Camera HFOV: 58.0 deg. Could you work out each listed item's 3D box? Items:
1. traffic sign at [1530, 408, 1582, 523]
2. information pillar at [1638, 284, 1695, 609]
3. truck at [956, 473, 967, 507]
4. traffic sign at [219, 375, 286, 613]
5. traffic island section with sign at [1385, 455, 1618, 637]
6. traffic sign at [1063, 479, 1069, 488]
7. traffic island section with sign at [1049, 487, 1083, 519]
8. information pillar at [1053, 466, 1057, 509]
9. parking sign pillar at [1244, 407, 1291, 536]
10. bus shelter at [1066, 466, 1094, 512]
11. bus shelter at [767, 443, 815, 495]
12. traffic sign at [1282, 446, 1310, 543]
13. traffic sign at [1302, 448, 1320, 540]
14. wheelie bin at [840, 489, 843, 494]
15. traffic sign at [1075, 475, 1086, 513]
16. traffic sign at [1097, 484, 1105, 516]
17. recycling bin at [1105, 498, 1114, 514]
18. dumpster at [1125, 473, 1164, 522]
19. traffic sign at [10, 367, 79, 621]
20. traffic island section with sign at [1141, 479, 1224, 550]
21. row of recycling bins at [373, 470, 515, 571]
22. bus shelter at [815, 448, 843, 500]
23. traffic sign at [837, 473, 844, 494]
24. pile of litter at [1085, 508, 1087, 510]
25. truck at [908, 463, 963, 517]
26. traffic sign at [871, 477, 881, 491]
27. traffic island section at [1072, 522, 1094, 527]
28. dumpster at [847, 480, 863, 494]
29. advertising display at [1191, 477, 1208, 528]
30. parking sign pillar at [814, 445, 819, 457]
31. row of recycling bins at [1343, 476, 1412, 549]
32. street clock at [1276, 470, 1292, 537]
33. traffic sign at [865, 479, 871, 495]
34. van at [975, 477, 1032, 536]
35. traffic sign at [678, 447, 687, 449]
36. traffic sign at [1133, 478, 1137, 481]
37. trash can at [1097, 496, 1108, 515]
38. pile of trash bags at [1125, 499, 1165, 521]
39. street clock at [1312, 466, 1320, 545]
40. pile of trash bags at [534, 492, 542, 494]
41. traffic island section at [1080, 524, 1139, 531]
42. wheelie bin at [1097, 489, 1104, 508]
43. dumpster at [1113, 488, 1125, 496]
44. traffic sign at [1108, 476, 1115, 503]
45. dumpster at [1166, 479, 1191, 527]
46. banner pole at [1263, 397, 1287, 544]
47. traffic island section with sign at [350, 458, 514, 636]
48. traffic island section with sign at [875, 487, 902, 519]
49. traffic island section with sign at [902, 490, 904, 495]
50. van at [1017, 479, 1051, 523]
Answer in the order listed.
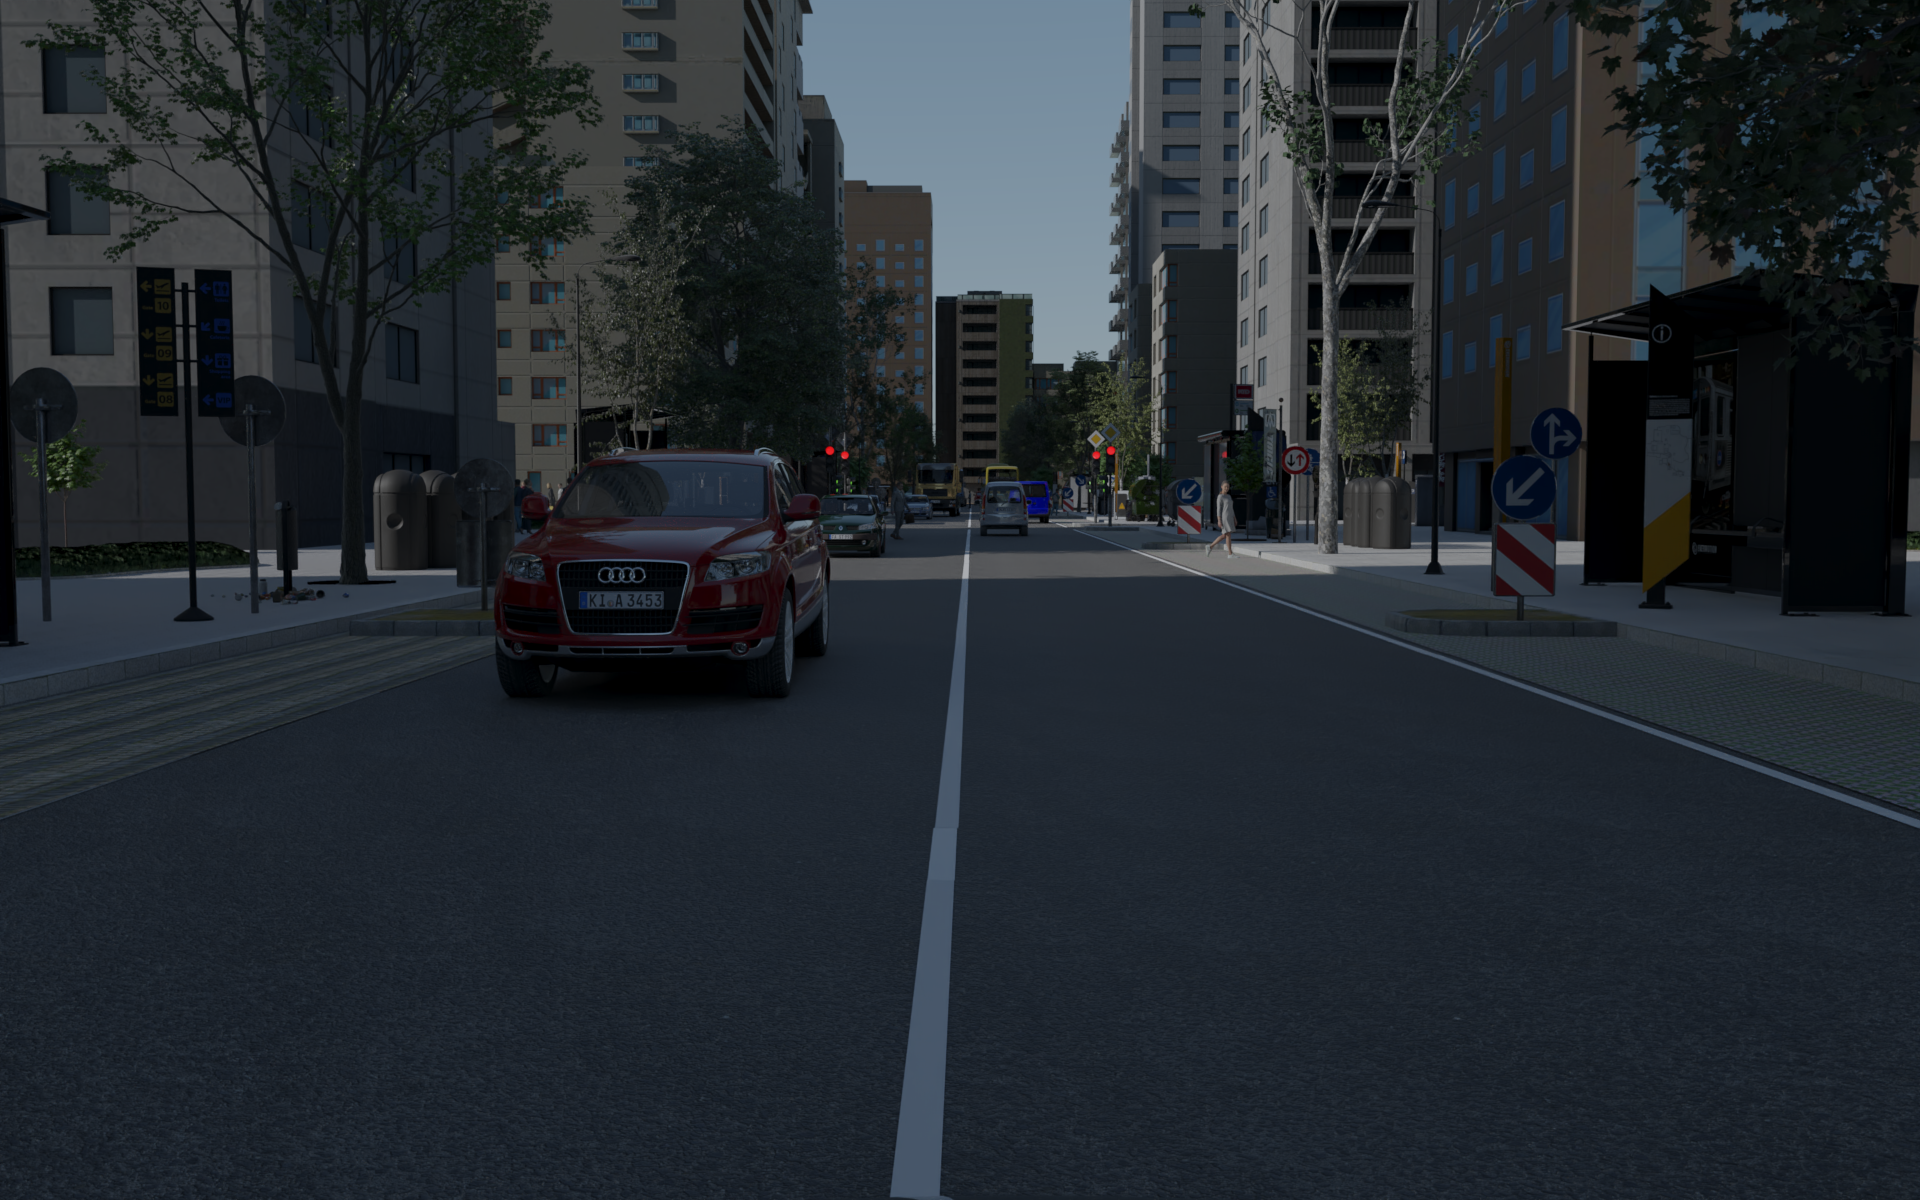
[{"bbox_3d":[8.780,-1.560,25.605,0.768,2.556,0.104,0,4,1],"label":"traffic sign"},{"bbox_3d":[7.869,-1.707,19.262,0.504,3.616,0.183,2,4,28],"label":"information pillar"},{"bbox_3d":[-0.645,-12.568,195.240,2.967,4.110,18.799,0,4,2],"label":"truck"},{"bbox_3d":[-7.590,-1.129,18.568,0.768,2.556,0.104,0,4,6],"label":"traffic sign"},{"bbox_3d":[5.582,-0.587,18.227,1.989,1.847,2.006,0,4,0],"label":"traffic island section with sign"},{"bbox_3d":[9.061,-8.891,145.374,0.884,2.594,0.081,0,4,1],"label":"traffic sign"},{"bbox_3d":[6.166,-5.663,101.216,1.989,1.847,2.006,0,4,0],"label":"traffic island section with sign"},{"bbox_3d":[8.057,-9.501,146.700,0.183,3.616,0.504,-3,4,-36],"label":"information pillar"},{"bbox_3d":[9.599,-4.000,53.868,1.447,3.967,1.447,-1,4,-17],"label":"parking sign pillar"},{"bbox_3d":[9.081,-8.289,129.443,2.014,3.302,5.546,0,4,0],"label":"bus shelter"},{"bbox_3d":[-8.212,-5.604,82.902,1.731,3.624,6.357,0,4,1],"label":"bus shelter"},{"bbox_3d":[8.822,-2.783,45.602,0.768,2.556,0.104,0,4,6],"label":"traffic sign"},{"bbox_3d":[9.621,-2.923,47.891,0.768,2.556,0.104,1,4,9],"label":"traffic sign"},{"bbox_3d":[-7.718,-6.334,111.466,0.980,1.594,0.693,1,4,18],"label":"wheelie bin"},{"bbox_3d":[8.020,-7.032,115.080,0.768,2.556,0.104,0,4,6],"label":"traffic sign"},{"bbox_3d":[8.544,-6.263,102.399,0.884,2.594,0.081,1,4,8],"label":"traffic sign"},{"bbox_3d":[9.671,-6.149,113.093,0.722,1.027,0.722,-2,4,-30],"label":"recycling bin"},{"bbox_3d":[8.578,-4.727,79.780,1.502,2.255,1.985,0,4,0],"label":"dumpster"},{"bbox_3d":[-9.211,-1.058,17.397,0.768,2.556,0.104,0,4,8],"label":"traffic sign"},{"bbox_3d":[5.772,-2.236,45.181,1.989,1.847,2.006,0,4,0],"label":"traffic island section with sign"},{"bbox_3d":[-9.006,-1.436,30.599,1.069,1.692,3.534,1,4,18],"label":"row of recycling bins"},{"bbox_3d":[-7.180,-6.094,90.912,1.731,3.624,6.357,0,4,0],"label":"bus shelter"},{"bbox_3d":[-7.362,-6.443,105.449,0.768,2.556,0.104,0,4,2],"label":"traffic sign"},{"bbox_3d":[9.800,-7.835,142.061,1.176,0.858,1.719,-2,4,-34],"label":"pile of litter"},{"bbox_3d":[-1.374,-7.041,111.050,3.469,3.379,9.791,0,4,2],"label":"truck"},{"bbox_3d":[-6.440,-8.107,132.654,0.768,2.556,0.104,0,4,5],"label":"traffic sign"},{"bbox_3d":[5.985,-3.296,76.172,2.009,0.180,2.903,0,4,0],"label":"traffic island section"},{"bbox_3d":[-7.602,-7.304,121.917,1.502,2.255,1.985,0,4,0],"label":"dumpster"},{"bbox_3d":[9.119,-3.700,65.708,0.974,1.923,0.123,-3,5,-44],"label":"advertising display"},{"bbox_3d":[-8.111,-6.545,95.486,1.447,3.967,1.447,-3,5,-40],"label":"parking sign pillar"},{"bbox_3d":[10.020,-2.124,41.835,1.069,1.692,3.534,0,4,-2],"label":"row of recycling bins"},{"bbox_3d":[9.562,-2.858,51.301,0.471,2.002,0.358,1,4,17],"label":"street clock"},{"bbox_3d":[-7.204,-8.089,132.353,0.768,2.556,0.104,0,4,7],"label":"traffic sign"},{"bbox_3d":[1.517,-3.269,60.458,2.013,2.044,4.112,0,4,1],"label":"van"},{"bbox_3d":[-7.509,-2.870,47.027,0.768,2.556,0.104,0,4,6],"label":"traffic sign"},{"bbox_3d":[10.360,-6.359,104.067,0.768,2.556,0.104,0,4,6],"label":"traffic sign"},{"bbox_3d":[8.722,-5.753,105.719,0.748,1.137,0.748,0,3,0],"label":"trash can"},{"bbox_3d":[8.831,-4.457,82.621,1.912,1.369,3.447,0,4,6],"label":"pile of trash bags"},{"bbox_3d":[9.117,-2.410,43.967,0.358,2.002,0.471,-1,4,-9],"label":"street clock"},{"bbox_3d":[-15.000,-3.515,67.229,3.447,1.369,1.912,-1,4,-22],"label":"pile of trash bags"},{"bbox_3d":[5.930,-2.808,68.188,2.009,0.180,2.903,0,4,0],"label":"traffic island section"},{"bbox_3d":[9.612,-6.817,119.372,0.980,1.594,0.693,2,4,28],"label":"wheelie bin"},{"bbox_3d":[9.909,-6.115,102.479,1.502,2.255,1.985,0,4,0],"label":"dumpster"},{"bbox_3d":[8.324,-5.671,94.850,0.606,2.300,0.079,0,4,7],"label":"traffic sign"},{"bbox_3d":[8.832,-3.824,68.275,1.264,1.857,1.865,0,4,0],"label":"dumpster"},{"bbox_3d":[8.133,-3.353,44.846,0.863,3.779,0.401,-3,4,-36],"label":"banner pole"},{"bbox_3d":[-5.137,-0.592,18.310,1.989,1.847,2.006,0,4,0],"label":"traffic island section with sign"},{"bbox_3d":[-4.555,-5.658,101.128,1.989,1.847,2.006,0,4,0],"label":"traffic island section with sign"},{"bbox_3d":[-4.373,-7.306,128.083,1.989,1.847,2.006,0,4,0],"label":"traffic island section with sign"},{"bbox_3d":[3.388,-4.993,86.015,2.240,2.365,5.245,0,4,-1],"label":"van"}]
